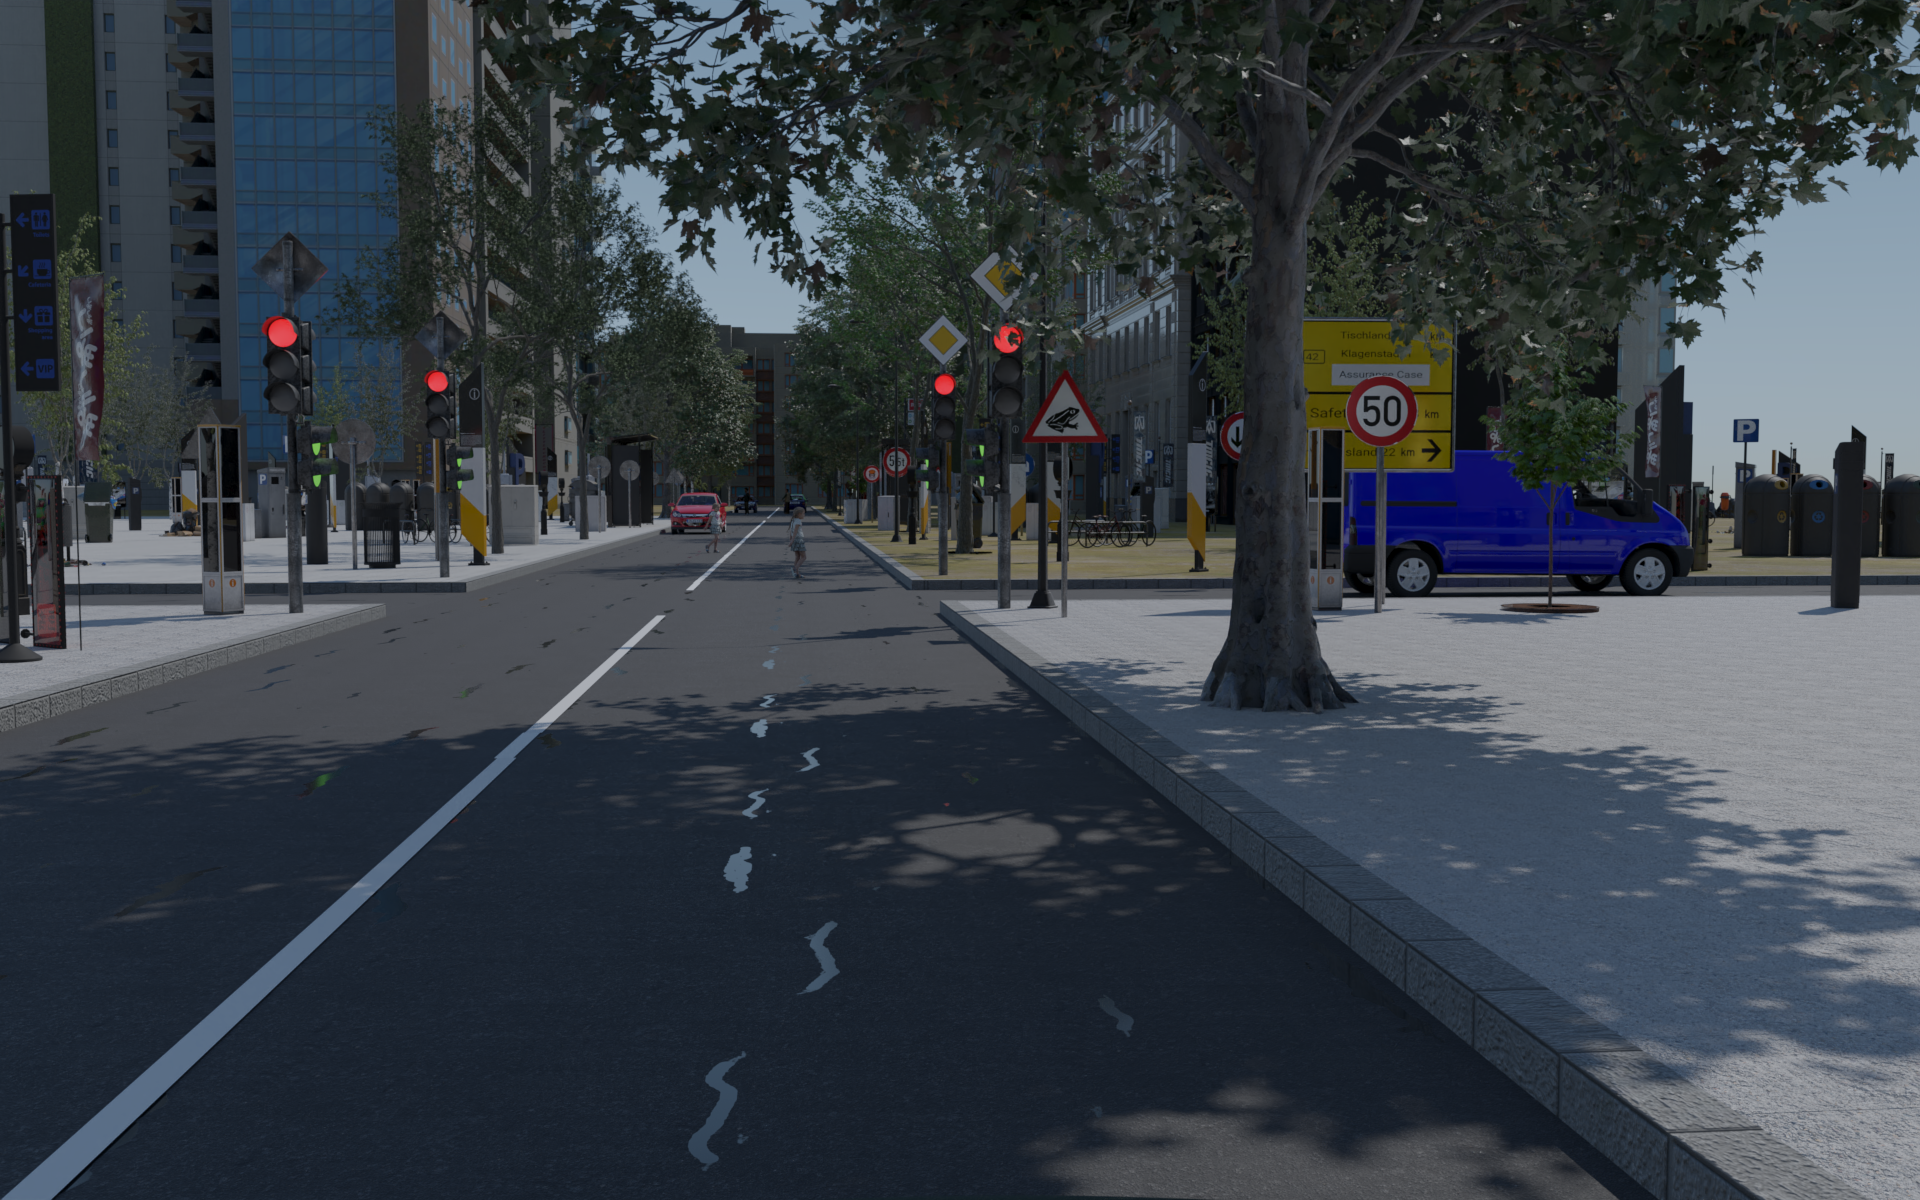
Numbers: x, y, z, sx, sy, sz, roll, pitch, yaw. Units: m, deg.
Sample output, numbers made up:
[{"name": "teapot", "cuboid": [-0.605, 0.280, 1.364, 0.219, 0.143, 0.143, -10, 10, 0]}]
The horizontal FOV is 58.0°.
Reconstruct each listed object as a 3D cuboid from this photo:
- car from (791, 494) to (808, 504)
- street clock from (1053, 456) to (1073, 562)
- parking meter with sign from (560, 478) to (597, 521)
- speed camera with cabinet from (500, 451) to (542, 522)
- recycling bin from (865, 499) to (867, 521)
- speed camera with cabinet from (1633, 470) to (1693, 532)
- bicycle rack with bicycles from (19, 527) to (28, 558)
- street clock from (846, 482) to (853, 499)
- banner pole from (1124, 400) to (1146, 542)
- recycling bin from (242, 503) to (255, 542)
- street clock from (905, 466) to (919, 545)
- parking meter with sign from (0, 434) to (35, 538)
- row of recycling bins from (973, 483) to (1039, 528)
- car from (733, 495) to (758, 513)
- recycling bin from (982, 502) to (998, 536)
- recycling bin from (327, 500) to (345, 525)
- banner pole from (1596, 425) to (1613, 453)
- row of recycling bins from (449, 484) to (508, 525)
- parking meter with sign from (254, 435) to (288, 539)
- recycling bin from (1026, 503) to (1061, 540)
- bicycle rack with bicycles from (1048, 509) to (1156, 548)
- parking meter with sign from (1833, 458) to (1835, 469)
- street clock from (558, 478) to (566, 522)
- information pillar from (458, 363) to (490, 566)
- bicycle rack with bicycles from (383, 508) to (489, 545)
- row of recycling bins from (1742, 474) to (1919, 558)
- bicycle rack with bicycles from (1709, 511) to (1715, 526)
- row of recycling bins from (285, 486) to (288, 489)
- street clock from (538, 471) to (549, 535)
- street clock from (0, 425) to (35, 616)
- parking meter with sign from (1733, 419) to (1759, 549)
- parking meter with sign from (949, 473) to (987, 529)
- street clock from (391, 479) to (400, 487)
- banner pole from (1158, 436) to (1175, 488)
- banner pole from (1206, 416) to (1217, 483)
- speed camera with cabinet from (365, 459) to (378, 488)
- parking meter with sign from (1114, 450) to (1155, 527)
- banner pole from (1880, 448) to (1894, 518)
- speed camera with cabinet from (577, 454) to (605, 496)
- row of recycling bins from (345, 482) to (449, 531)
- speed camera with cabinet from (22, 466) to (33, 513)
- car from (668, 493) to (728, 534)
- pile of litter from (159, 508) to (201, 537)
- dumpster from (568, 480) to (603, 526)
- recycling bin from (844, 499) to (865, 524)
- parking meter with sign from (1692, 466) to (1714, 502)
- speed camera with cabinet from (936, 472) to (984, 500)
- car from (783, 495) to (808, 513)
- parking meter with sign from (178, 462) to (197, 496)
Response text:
[{"name": "car", "cuboid": [-15.384, -9.261, 163.219, 2.131, 1.459, 4.920, 0, 4, -5]}, {"name": "street clock", "cuboid": [1.956, -1.733, 32.911, 0.358, 2.002, 0.471, 2, 4, 26]}, {"name": "parking meter with sign", "cuboid": [-17.901, -5.208, 81.405, 1.738, 3.016, 0.543, -2, 4, -30]}, {"name": "speed camera with cabinet", "cuboid": [-20.159, -5.188, 79.162, 2.038, 3.252, 0.660, -2, 4, -26]}, {"name": "recycling bin", "cuboid": [-4.822, -4.229, 81.697, 0.722, 1.027, 0.722, 1, 4, 21]}, {"name": "speed camera with cabinet", "cuboid": [24.109, -3.972, 59.281, 2.038, 3.252, 0.660, -1, 4, -11]}, {"name": "bicycle rack with bicycles", "cuboid": [-20.061, -1.308, 34.771, 2.852, 0.926, 2.925, -3, 4, -38]}, {"name": "street clock", "cuboid": [-6.057, -5.552, 95.343, 0.358, 2.002, 0.471, -3, 5, -39]}, {"name": "banner pole", "cuboid": [4.673, -3.437, 46.204, 0.401, 3.779, 0.863, -3, 4, -37]}, {"name": "recycling bin", "cuboid": [-19.576, -2.099, 46.866, 0.722, 1.027, 0.722, 0, 4, -2]}, {"name": "street clock", "cuboid": [-1.212, -2.416, 44.066, 0.358, 2.002, 0.471, 0, 4, 4]}, {"name": "parking meter with sign", "cuboid": [-27.889, -3.335, 50.795, 1.738, 3.016, 0.543, 2, 4, 28]}, {"name": "row of recycling bins", "cuboid": [1.779, -3.610, 66.136, 3.534, 1.692, 1.069, 0, 4, -8]}, {"name": "car", "cuboid": [-16.387, -7.334, 132.486, 1.945, 1.354, 3.894, 0, 4, -6]}, {"name": "recycling bin", "cuboid": [0.776, -2.519, 53.739, 0.722, 1.027, 0.722, -2, 4, -26]}, {"name": "recycling bin", "cuboid": [-25.783, -3.615, 71.658, 0.722, 1.027, 0.722, -2, 4, -24]}, {"name": "banner pole", "cuboid": [21.461, -4.143, 57.753, 0.863, 3.779, 0.401, 1, 4, 17]}, {"name": "row of recycling bins", "cuboid": [-19.916, -3.941, 71.549, 3.534, 1.692, 1.069, 1, 4, 21]}, {"name": "parking meter with sign", "cuboid": [-20.051, -3.310, 50.380, 0.543, 3.016, 1.738, 1, 4, 23]}, {"name": "recycling bin", "cuboid": [2.334, -2.188, 48.327, 0.722, 1.027, 0.722, -3, 5, -41]}, {"name": "bicycle rack with bicycles", "cuboid": [3.559, -1.775, 42.412, 2.925, 0.926, 2.852, -2, 4, -27]}, {"name": "parking meter with sign", "cuboid": [42.798, -5.307, 83.025, 0.543, 3.016, 1.738, -2, 4, -33]}, {"name": "street clock", "cuboid": [-17.984, -4.505, 78.229, 0.358, 2.002, 0.471, -1, 4, -21]}, {"name": "information pillar", "cuboid": [-8.723, -2.427, 31.043, 0.504, 3.616, 0.183, 1, 4, 16]}, {"name": "bicycle rack with bicycles", "cuboid": [-13.713, -1.940, 45.104, 2.852, 0.926, 2.925, -3, 5, -41]}, {"name": "row of recycling bins", "cuboid": [17.991, -1.744, 35.628, 3.534, 1.692, 1.069, 1, 4, 9]}, {"name": "bicycle rack with bicycles", "cuboid": [28.272, -3.359, 68.296, 2.925, 0.926, 2.852, 3, 5, 40]}, {"name": "row of recycling bins", "cuboid": [-33.480, -5.042, 89.555, 3.534, 1.692, 1.069, -2, 4, -30]}, {"name": "street clock", "cuboid": [-13.058, -3.043, 54.320, 0.358, 2.002, 0.471, -2, 4, -25]}, {"name": "street clock", "cuboid": [-9.997, -0.839, 18.291, 0.471, 2.002, 0.358, 2, 4, 29]}, {"name": "parking meter with sign", "cuboid": [18.577, -2.730, 40.897, 0.543, 3.016, 1.738, 2, 4, 27]}, {"name": "parking meter with sign", "cuboid": [0.148, -4.172, 64.479, 1.738, 3.016, 0.543, 0, 4, -1]}, {"name": "street clock", "cuboid": [-27.851, -4.954, 85.569, 0.471, 2.002, 0.358, -2, 4, -29]}, {"name": "banner pole", "cuboid": [8.857, -5.200, 75.034, 0.863, 3.779, 0.401, 0, 4, 3]}, {"name": "banner pole", "cuboid": [6.881, -3.599, 48.861, 0.863, 3.779, 0.401, 2, 4, 34]}, {"name": "speed camera with cabinet", "cuboid": [-29.533, -5.685, 87.279, 0.660, 3.252, 2.038, -2, 4, -24]}, {"name": "parking meter with sign", "cuboid": [6.804, -4.370, 67.705, 1.738, 3.016, 0.543, -3, 5, -39]}, {"name": "banner pole", "cuboid": [49.818, -6.312, 93.218, 0.401, 3.779, 0.863, -3, 5, -41]}, {"name": "speed camera with cabinet", "cuboid": [-17.960, -5.561, 85.266, 0.660, 3.252, 2.038, 2, 4, 28]}, {"name": "row of recycling bins", "cuboid": [-20.007, -3.296, 61.010, 3.534, 1.692, 1.069, 1, 4, 9]}, {"name": "speed camera with cabinet", "cuboid": [-31.601, -3.854, 57.341, 2.038, 3.252, 0.660, 2, 4, 26]}, {"name": "car", "cuboid": [-9.537, -3.318, 63.289, 2.155, 1.783, 4.494, 0, 4, -4]}, {"name": "pile of litter", "cuboid": [-23.347, -2.361, 52.568, 1.719, 0.858, 1.176, 0, 4, -6]}, {"name": "dumpster", "cuboid": [-15.254, -3.956, 70.439, 1.264, 1.857, 1.865, 0, 4, -6]}, {"name": "recycling bin", "cuboid": [-4.615, -3.813, 74.894, 0.722, 1.027, 0.722, -1, 4, -12]}, {"name": "parking meter with sign", "cuboid": [45.346, -6.739, 106.447, 1.738, 3.016, 0.543, 1, 4, 23]}, {"name": "speed camera with cabinet", "cuboid": [0.019, -4.786, 72.582, 2.038, 3.252, 0.660, -2, 4, -27]}, {"name": "car", "cuboid": [-12.660, -7.369, 133.068, 1.945, 1.354, 3.894, 0, 4, -4]}, {"name": "parking meter with sign", "cuboid": [-42.286, -6.093, 95.879, 1.738, 3.016, 0.543, -1, 4, -19]}]
